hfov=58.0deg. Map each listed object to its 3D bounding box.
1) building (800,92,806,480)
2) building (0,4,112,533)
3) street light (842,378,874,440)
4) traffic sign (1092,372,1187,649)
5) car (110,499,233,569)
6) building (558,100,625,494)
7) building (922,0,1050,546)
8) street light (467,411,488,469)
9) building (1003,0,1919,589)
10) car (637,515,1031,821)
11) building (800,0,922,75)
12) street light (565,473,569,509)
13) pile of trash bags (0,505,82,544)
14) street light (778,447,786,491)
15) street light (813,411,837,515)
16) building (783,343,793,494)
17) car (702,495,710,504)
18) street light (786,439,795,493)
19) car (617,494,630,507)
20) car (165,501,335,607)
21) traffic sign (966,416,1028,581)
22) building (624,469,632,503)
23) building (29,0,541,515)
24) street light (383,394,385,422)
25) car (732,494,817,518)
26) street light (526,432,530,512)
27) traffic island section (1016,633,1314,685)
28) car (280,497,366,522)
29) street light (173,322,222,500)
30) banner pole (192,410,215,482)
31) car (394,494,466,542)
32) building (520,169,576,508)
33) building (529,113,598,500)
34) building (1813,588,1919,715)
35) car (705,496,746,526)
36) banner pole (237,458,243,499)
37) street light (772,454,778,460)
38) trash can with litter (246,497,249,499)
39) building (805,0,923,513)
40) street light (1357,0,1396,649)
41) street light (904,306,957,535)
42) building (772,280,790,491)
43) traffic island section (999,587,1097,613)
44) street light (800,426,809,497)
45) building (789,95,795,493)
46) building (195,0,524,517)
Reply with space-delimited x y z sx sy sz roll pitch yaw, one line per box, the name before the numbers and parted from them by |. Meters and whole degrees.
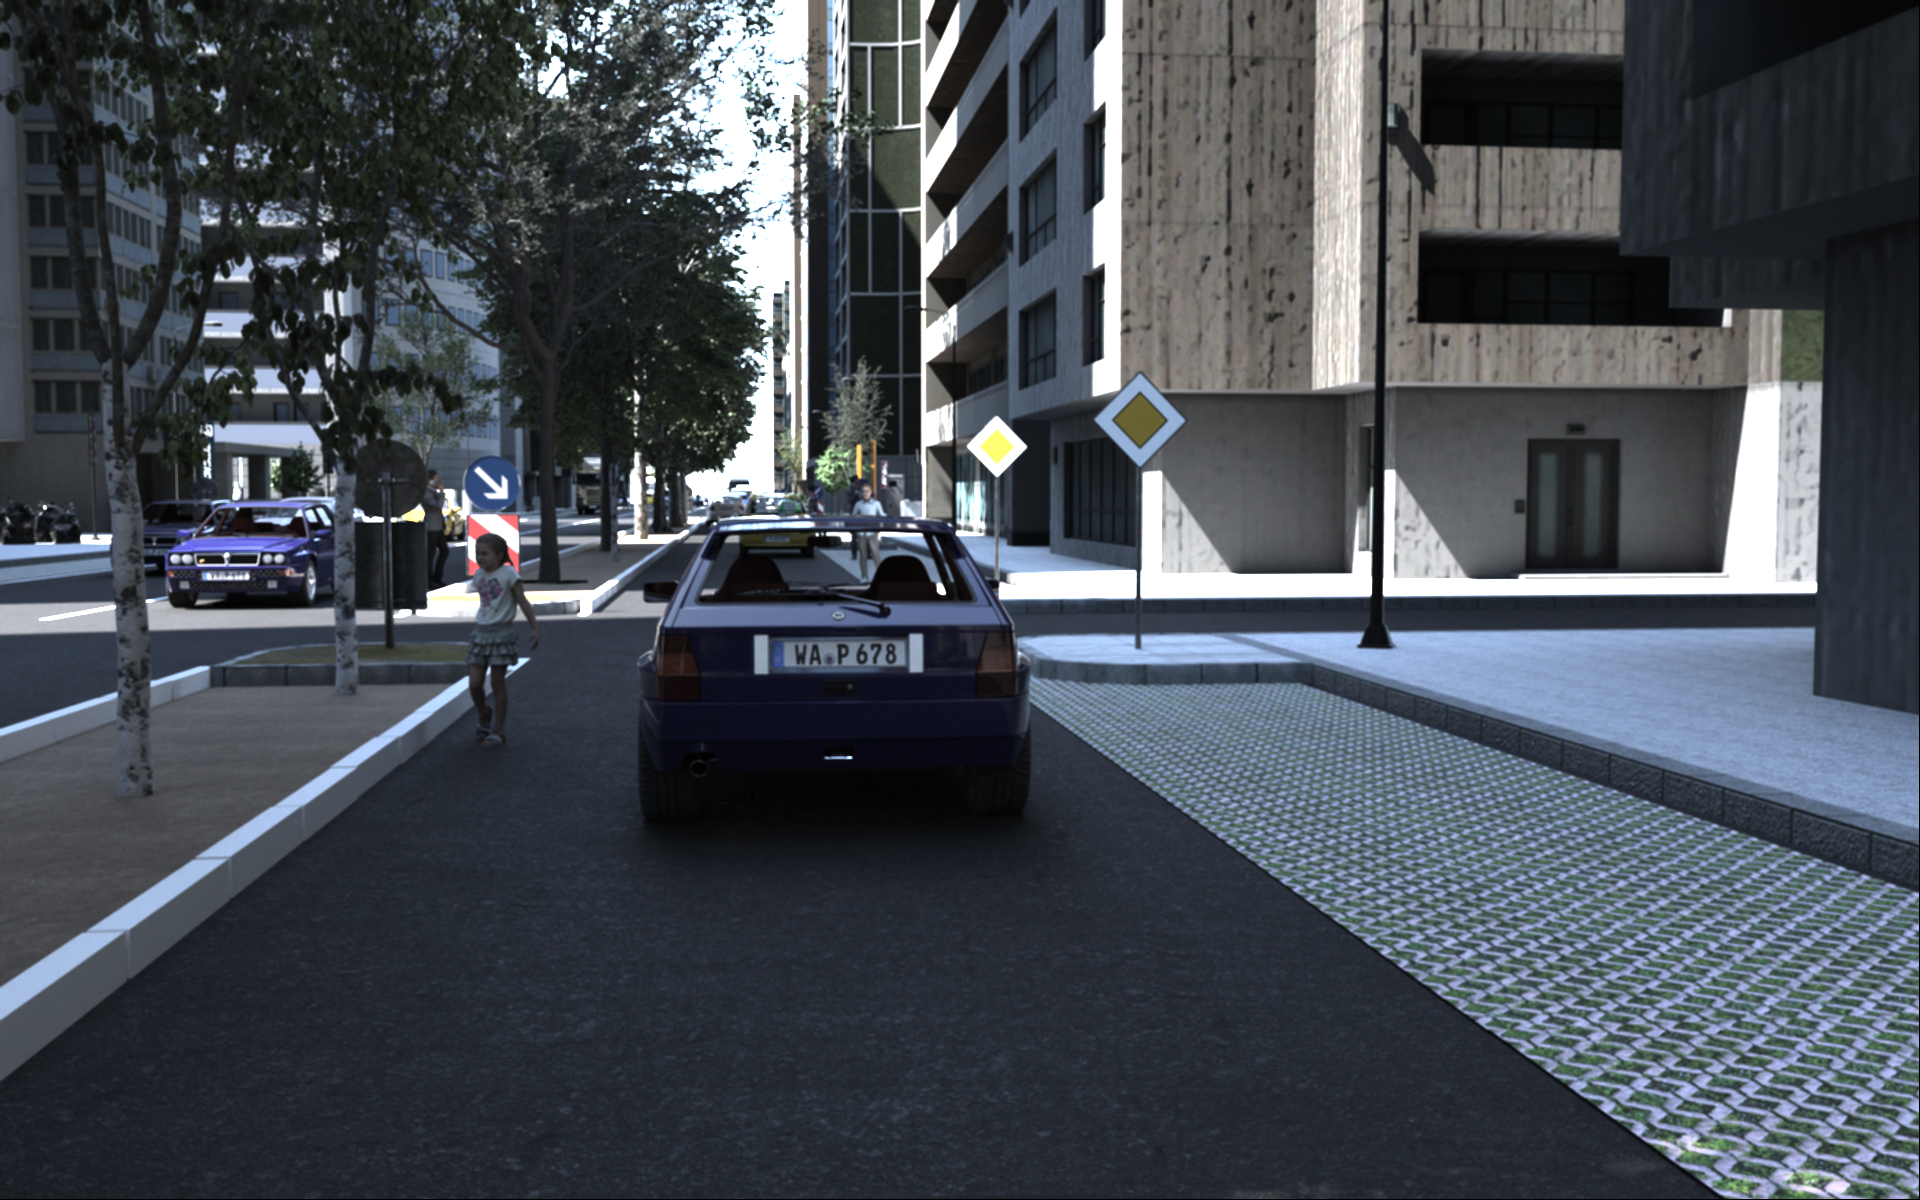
building | -3.312 -30.859 159.169 22.147 44.769 28.867 0 4 -7
building | -40.987 -22.494 59.659 32.217 40.220 23.993 0 4 -7
street light | -4.030 -5.933 69.549 1.470 5.913 1.316 0 4 -7
traffic sign | 1.475 -0.652 14.308 0.795 2.450 0.064 0 4 -7
car | -14.261 -1.181 31.884 1.945 1.354 3.894 -1 4 -9
building | -53.426 -36.163 214.968 21.300 48.544 21.600 0 4 -7
building | 10.530 -26.242 52.767 21.300 48.544 21.600 0 4 -7
street light | -26.858 -7.582 96.506 1.470 5.913 1.316 0 4 -7
building | 8.723 -15.836 30.613 14.107 30.474 14.160 0 4 -7
car | -0.696 0.218 9.012 1.945 1.354 3.894 0 4 -6
building | -5.377 -29.793 137.226 14.600 45.320 14.200 0 4 -7
street light | -33.836 -10.926 151.186 1.470 5.913 1.316 0 4 -7
pile of trash bags | -24.596 -2.130 44.572 3.447 1.369 1.912 -3 4 -36
street light | -17.110 -12.238 172.634 1.470 5.913 1.316 0 4 -7
street light | -7.510 -7.587 96.588 1.470 5.913 1.316 0 4 -7
building | -7.630 -22.565 213.983 27.650 21.520 28.899 0 4 -7
car | -35.958 -14.071 242.639 1.945 1.354 3.894 -1 4 -9
street light | -13.672 -10.587 145.631 1.470 5.913 1.316 0 4 -7
car | -36.761 -10.737 187.544 2.014 1.417 4.499 0 4 -7
car | -9.328 -0.654 23.270 1.945 1.354 3.894 0 4 -8
traffic sign | 0.470 -1.137 22.230 0.795 2.450 0.064 0 4 -7
building | -52.379 -28.355 235.300 14.160 30.474 14.107 0 4 -7
building | -48.439 -26.916 131.955 32.217 40.220 23.993 0 4 -7
street light | -24.044 -6.208 74.034 1.470 5.913 1.316 0 4 -7
car | -4.315 -1.848 40.431 2.015 1.641 3.980 0 4 -7
street light | -30.355 -9.248 123.751 1.470 5.913 1.316 0 4 -7
traffic island section | 1.497 0.483 14.388 2.009 0.180 2.903 0 4 -7
car | -14.912 -1.669 39.656 2.083 1.381 4.827 0 4 -6
street light | -20.565 -4.538 46.736 1.470 5.913 1.316 0 4 -7
banner pole | -22.662 -3.780 51.815 0.863 3.779 0.401 0 4 6
car | -16.241 -2.621 53.079 2.015 1.641 3.980 -1 4 -9
building | -41.844 -23.308 152.789 14.160 30.474 14.107 0 4 -7
building | -50.883 -32.746 190.017 22.147 44.769 28.867 0 4 -7
building | 11.089 -14.445 7.874 14.160 30.474 14.107 0 4 -7
car | -10.516 -4.034 78.320 2.083 1.381 4.827 0 4 -7
banner pole | -35.289 -5.803 84.894 0.401 3.779 0.863 -3 4 -38
street light | -20.743 -13.985 201.201 1.470 5.913 1.316 0 4 -7
trash can with litter | -32.274 -4.164 79.470 1.055 1.170 0.624 -2 4 -31
building | -0.130 -41.637 119.011 20.563 71.187 20.611 0 4 -7
street light | 2.958 -2.554 14.293 1.470 5.913 1.316 0 4 -7
street light | -0.682 -4.312 43.049 1.470 5.913 1.316 0 4 -7
building | -19.872 -29.131 247.991 14.160 30.474 14.107 0 4 -7
traffic island section | 0.493 -0.002 22.310 2.009 0.180 2.903 0 4 -7
street light | -10.282 -8.966 119.137 1.470 5.913 1.316 0 4 -7
building | -11.615 -33.086 191.072 14.600 45.320 14.200 0 4 -7
building | -39.681 -34.510 106.241 21.231 58.520 28.212 0 4 -7
